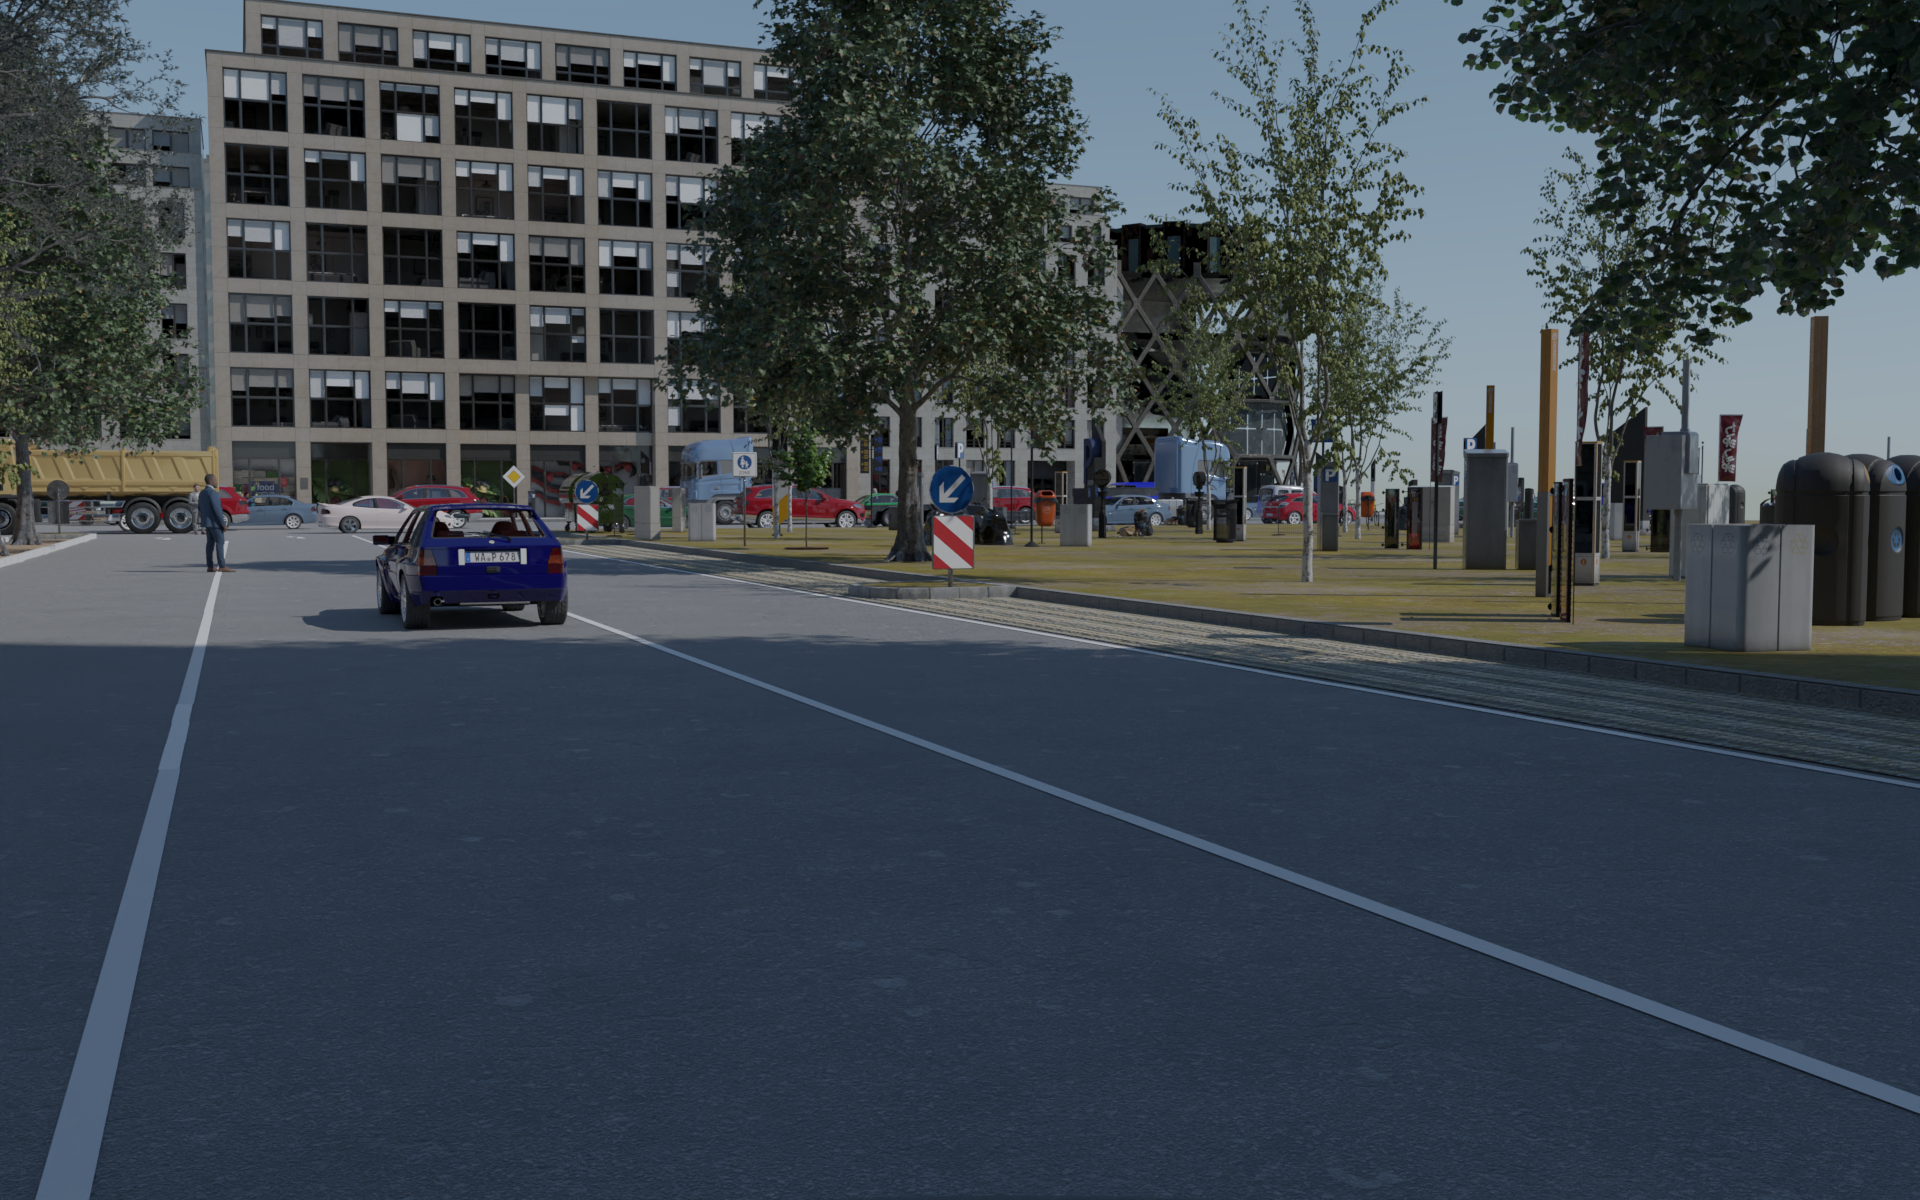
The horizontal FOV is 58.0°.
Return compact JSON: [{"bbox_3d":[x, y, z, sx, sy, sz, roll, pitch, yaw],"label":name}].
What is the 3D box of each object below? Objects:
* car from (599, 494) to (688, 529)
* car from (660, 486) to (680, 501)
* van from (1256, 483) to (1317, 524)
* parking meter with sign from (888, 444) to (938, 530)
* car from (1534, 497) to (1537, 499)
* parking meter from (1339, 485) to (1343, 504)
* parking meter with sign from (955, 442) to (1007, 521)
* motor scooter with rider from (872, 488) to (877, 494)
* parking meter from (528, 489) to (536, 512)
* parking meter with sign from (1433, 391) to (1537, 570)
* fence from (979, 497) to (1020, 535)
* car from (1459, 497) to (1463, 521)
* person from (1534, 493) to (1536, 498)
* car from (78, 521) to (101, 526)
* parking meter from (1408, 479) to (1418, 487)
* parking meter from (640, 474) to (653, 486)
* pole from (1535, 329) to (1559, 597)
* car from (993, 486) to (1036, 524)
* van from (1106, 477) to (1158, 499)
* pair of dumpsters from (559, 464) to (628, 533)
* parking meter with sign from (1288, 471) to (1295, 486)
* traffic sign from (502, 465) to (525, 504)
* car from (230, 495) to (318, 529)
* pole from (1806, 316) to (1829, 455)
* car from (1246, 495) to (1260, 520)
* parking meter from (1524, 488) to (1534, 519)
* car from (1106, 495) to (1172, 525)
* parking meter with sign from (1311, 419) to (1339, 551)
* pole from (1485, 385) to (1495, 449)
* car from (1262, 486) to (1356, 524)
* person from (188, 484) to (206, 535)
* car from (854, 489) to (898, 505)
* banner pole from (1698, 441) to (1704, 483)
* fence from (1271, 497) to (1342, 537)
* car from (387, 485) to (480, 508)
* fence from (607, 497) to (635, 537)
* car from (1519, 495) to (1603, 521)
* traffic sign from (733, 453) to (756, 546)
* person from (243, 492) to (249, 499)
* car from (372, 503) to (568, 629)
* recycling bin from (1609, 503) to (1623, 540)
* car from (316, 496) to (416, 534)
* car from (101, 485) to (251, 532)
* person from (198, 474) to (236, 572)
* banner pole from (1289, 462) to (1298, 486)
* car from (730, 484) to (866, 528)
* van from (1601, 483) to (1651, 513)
[{"bbox_3d":[-11.809,-3.326,66.180,4.920,1.459,2.131,-1,4,-23],"label":"car"},{"bbox_3d":[-15.114,-4.838,87.768,5.304,1.827,2.281,-1,4,-22],"label":"car"},{"bbox_3d":[16.223,-4.629,82.697,4.112,2.044,2.013,-2,4,-24],"label":"van"},{"bbox_3d":[-1.650,-3.963,61.059,1.738,3.016,0.543,0,4,5],"label":"parking meter with sign"},{"bbox_3d":[35.922,-5.792,103.500,4.718,1.807,1.959,-1,4,-22],"label":"car"},{"bbox_3d":[24.643,-6.510,112.155,0.399,1.863,0.255,2,4,24],"label":"parking meter"},{"bbox_3d":[0.727,-3.769,57.891,1.738,3.016,0.543,2,4,26],"label":"parking meter with sign"},{"bbox_3d":[-4.886,-5.179,93.645,1.986,1.779,0.876,-1,4,-21],"label":"motor scooter with rider"},{"bbox_3d":[-22.217,-4.981,89.842,0.372,1.533,0.369,0,3,0],"label":"parking meter"},{"bbox_3d":[8.929,-2.025,29.368,1.738,3.016,0.543,0,4,8],"label":"parking meter with sign"},{"bbox_3d":[0.827,-2.697,55.298,2.264,1.192,0.480,2,4,29],"label":"fence"},{"bbox_3d":[28.582,-5.000,93.549,4.920,1.459,2.131,-1,4,-22],"label":"car"},{"bbox_3d":[36.085,-6.155,109.320,0.511,1.800,0.466,2,4,27],"label":"person"},{"bbox_3d":[-38.398,-4.217,79.167,3.980,1.641,2.015,-2,4,-24],"label":"car"},{"bbox_3d":[18.157,-3.900,69.468,0.255,1.863,0.399,-1,4,-10],"label":"parking meter"},{"bbox_3d":[-9.355,-2.812,51.692,0.255,1.863,0.399,-2,4,-35],"label":"parking meter"},{"bbox_3d":[7.287,-1.691,21.496,0.158,3.312,0.155,0,3,0],"label":"pole"},{"bbox_3d":[1.386,-4.558,83.192,5.304,1.827,2.281,-1,4,-22],"label":"car"},{"bbox_3d":[9.073,-5.137,88.377,5.245,2.365,2.240,-2,4,-24],"label":"van"},{"bbox_3d":[-12.318,-3.408,58.210,1.574,2.255,4.437,-1,4,-22],"label":"pair of dumpsters"},{"bbox_3d":[24.188,-8.147,129.471,1.738,3.016,0.543,-1,4,-8],"label":"parking meter with sign"},{"bbox_3d":[-15.590,-3.482,60.570,0.795,2.450,0.064,-1,4,-23],"label":"traffic sign"},{"bbox_3d":[-28.519,-3.583,70.577,4.499,1.417,2.014,-1,4,-21],"label":"car"},{"bbox_3d":[9.854,-1.597,19.953,0.158,3.312,0.155,0,3,0],"label":"pole"},{"bbox_3d":[16.621,-5.105,95.461,4.499,1.417,2.014,-2,4,-23],"label":"car"},{"bbox_3d":[23.737,-3.905,72.252,0.372,1.533,0.369,0,3,0],"label":"parking meter"},{"bbox_3d":[7.017,-3.882,75.468,4.499,1.417,2.014,-1,4,-22],"label":"car"},{"bbox_3d":[8.361,-2.640,39.433,0.543,3.016,1.738,0,4,5],"label":"parking meter with sign"},{"bbox_3d":[9.936,-2.366,32.531,0.158,3.312,0.155,0,3,0],"label":"pole"},{"bbox_3d":[15.853,-4.232,78.233,4.494,1.783,2.155,-1,4,-23],"label":"car"},{"bbox_3d":[-26.904,-3.212,61.217,0.583,1.804,0.606,2,4,29],"label":"person"},{"bbox_3d":[-4.364,-4.860,88.257,4.718,1.807,1.959,-1,4,-22],"label":"car"},{"bbox_3d":[34.988,-5.633,82.117,0.863,3.779,0.401,-1,4,-19],"label":"banner pole"},{"bbox_3d":[10.575,-2.548,52.862,0.480,1.192,2.264,-3,5,-42],"label":"fence"},{"bbox_3d":[-22.557,-3.865,71.864,5.304,1.827,2.281,-2,4,-24],"label":"car"},{"bbox_3d":[-10.338,-2.582,53.418,0.480,1.192,2.264,0,4,7],"label":"fence"},{"bbox_3d":[28.802,-4.303,82.152,4.920,1.459,2.131,-1,4,-21],"label":"car"},{"bbox_3d":[-5.285,-2.467,42.463,0.606,2.300,0.079,-1,4,-18],"label":"traffic sign"},{"bbox_3d":[-33.325,-4.305,81.252,0.453,1.535,0.546,3,5,39],"label":"person"},{"bbox_3d":[-5.680,-0.449,19.925,1.945,1.354,3.894,-2,4,-24],"label":"car"},{"bbox_3d":[18.361,-2.180,48.192,0.722,1.027,0.722,0,4,-2],"label":"recycling bin"},{"bbox_3d":[-21.227,-3.161,64.039,4.827,1.381,2.083,-2,4,-24],"label":"car"},{"bbox_3d":[-30.412,-3.583,67.250,5.304,1.827,2.281,-2,4,-24],"label":"car"},{"bbox_3d":[-13.692,-1.412,31.769,0.721,1.800,0.419,2,4,31],"label":"person"},{"bbox_3d":[26.062,-8.875,135.126,0.863,3.779,0.401,3,4,37],"label":"banner pole"},{"bbox_3d":[-6.300,-3.610,67.695,5.304,1.827,2.281,-1,4,-21],"label":"car"},{"bbox_3d":[36.500,-5.501,94.319,5.245,2.365,2.240,-1,4,-23],"label":"van"}]
